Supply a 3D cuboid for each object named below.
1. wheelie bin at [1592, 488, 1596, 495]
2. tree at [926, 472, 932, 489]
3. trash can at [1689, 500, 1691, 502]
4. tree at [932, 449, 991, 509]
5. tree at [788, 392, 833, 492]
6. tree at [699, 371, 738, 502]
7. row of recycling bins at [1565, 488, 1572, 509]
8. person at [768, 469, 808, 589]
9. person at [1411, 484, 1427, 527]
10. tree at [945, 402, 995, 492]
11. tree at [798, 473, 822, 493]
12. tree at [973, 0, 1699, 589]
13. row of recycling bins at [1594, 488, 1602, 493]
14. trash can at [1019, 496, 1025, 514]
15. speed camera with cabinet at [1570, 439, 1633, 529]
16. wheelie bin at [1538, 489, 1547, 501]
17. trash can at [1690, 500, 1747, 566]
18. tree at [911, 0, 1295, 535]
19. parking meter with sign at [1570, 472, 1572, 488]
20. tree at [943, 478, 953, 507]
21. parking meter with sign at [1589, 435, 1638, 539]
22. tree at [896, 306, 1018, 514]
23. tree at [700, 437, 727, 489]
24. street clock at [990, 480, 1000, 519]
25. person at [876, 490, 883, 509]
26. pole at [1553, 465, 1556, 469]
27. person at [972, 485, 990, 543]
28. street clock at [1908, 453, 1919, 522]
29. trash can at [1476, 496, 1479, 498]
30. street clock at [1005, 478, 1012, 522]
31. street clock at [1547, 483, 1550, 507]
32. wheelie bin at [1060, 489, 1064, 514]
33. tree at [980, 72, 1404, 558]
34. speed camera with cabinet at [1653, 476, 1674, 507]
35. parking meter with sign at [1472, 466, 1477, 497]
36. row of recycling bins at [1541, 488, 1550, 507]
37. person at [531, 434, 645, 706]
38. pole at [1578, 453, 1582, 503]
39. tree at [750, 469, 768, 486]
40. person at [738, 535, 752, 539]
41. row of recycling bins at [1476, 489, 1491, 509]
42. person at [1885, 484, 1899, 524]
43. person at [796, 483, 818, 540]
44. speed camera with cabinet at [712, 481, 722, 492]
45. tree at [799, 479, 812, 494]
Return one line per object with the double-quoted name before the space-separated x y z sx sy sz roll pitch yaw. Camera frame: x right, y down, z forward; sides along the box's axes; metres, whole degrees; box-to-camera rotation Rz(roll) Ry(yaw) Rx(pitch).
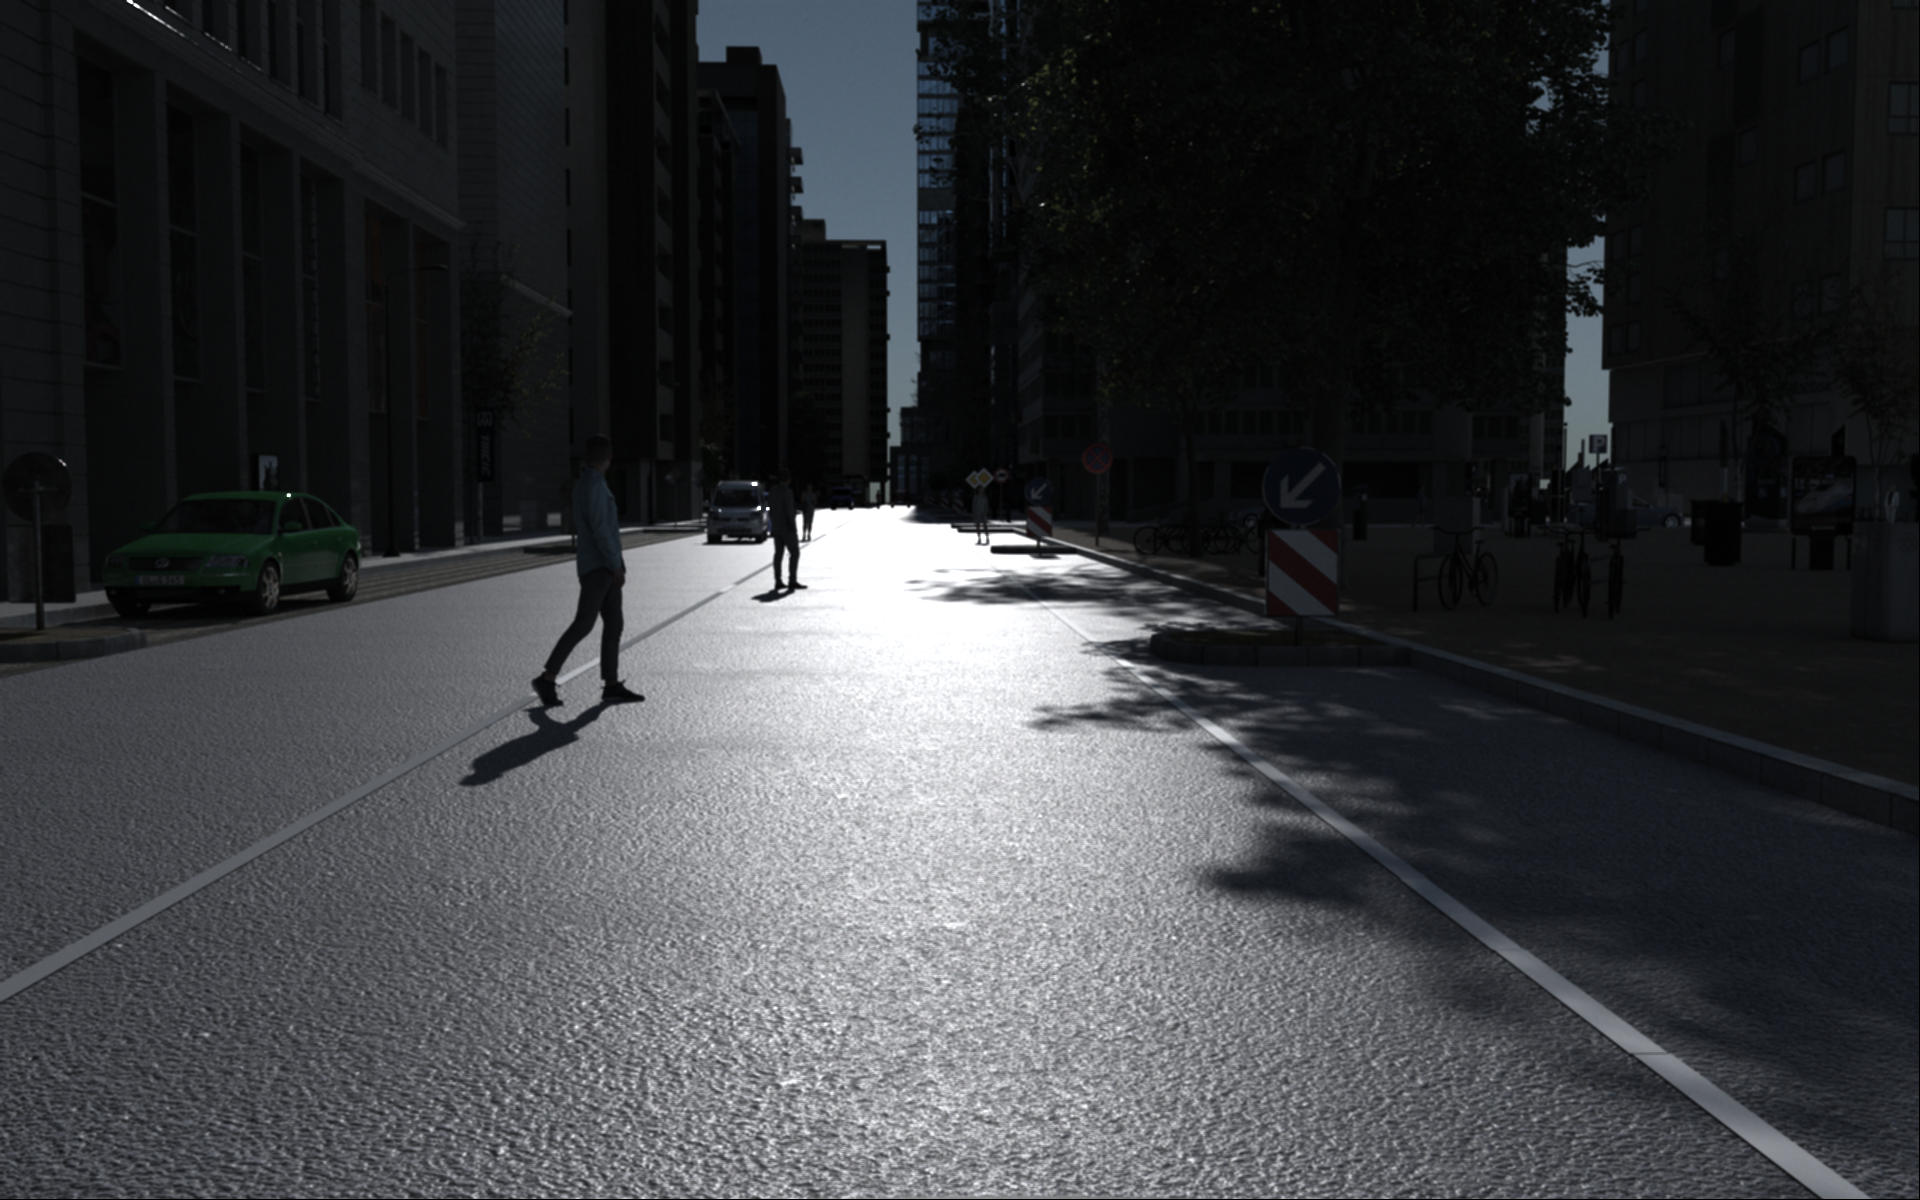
"wheelie bin" 33.148 -5.101 91.301 0.980 1.594 0.693 -1 4 -12
"tree" -2.685 -14.581 222.119 4.285 4.588 4.351 0 3 0
"trash can" 18.652 -1.942 43.411 0.748 1.137 0.748 0 3 0
"tree" 1.264 -8.459 122.019 4.285 4.588 4.351 0 3 0
"tree" -17.789 -16.750 191.989 7.486 12.596 7.792 0 3 0
"tree" -14.828 -9.260 101.761 4.737 8.622 4.395 0 3 0
"row of recycling bins" 41.017 -6.652 115.868 1.069 1.692 3.534 2 4 25
"person" -2.660 -1.079 26.243 0.635 1.810 0.391 3 4 39
"person" 18.405 -3.718 69.318 0.654 1.822 0.581 1 4 14
"tree" 1.152 -11.436 137.338 4.360 8.622 3.978 0 3 0
"tree" -19.448 -14.778 225.339 4.285 4.588 4.351 0 3 0
"tree" 5.055 -7.129 23.222 9.857 13.997 8.962 0 3 0
"row of recycling bins" 40.247 -6.098 106.818 3.534 1.692 1.069 2 4 25
"trash can" 4.177 -6.172 112.567 0.748 1.137 0.748 0 3 0
"speed camera with cabinet" 23.222 -4.177 62.632 2.038 3.252 0.660 1 4 17
"wheelie bin" 36.026 -6.102 107.674 0.693 1.594 0.980 -1 4 -18
"trash can" 13.632 -1.180 30.945 0.748 1.137 0.748 0 3 0
"tree" 4.508 -12.001 52.109 12.611 20.169 13.585 0 3 0
"parking meter with sign" 50.988 -9.024 143.804 1.738 3.016 0.543 -1 4 -21
"tree" -0.912 -10.970 173.966 1.663 3.219 1.824 0 3 0
"parking meter with sign" 18.948 -3.295 50.131 0.543 3.016 1.738 -1 4 -15
"tree" 1.365 -12.360 112.454 12.009 13.543 11.850 0 3 0
"tree" -14.479 -6.828 95.355 4.285 4.588 4.351 0 3 0
"street clock" 1.762 -5.103 88.004 0.471 2.002 0.358 2 4 32
"person" -7.921 -9.803 168.718 0.705 1.831 1.348 -2 4 -31
"pole" 41.735 -7.819 121.677 0.158 3.312 0.155 0 3 0
"person" 0.613 -2.546 51.134 0.512 1.701 0.522 0 4 -2
"street clock" 17.033 -1.602 30.767 0.358 2.002 0.471 3 5 40
"trash can" 39.618 -7.527 134.715 0.748 1.137 0.748 0 3 0
"street clock" 2.247 -4.632 80.306 0.358 2.002 0.471 1 4 8
"street clock" 38.935 -6.709 114.262 0.358 2.002 0.471 3 4 39
"wheelie bin" 6.673 -6.414 112.769 0.980 1.594 0.693 3 5 44
"tree" 4.785 -6.163 35.170 8.767 10.594 7.601 0 4 -6
"speed camera with cabinet" 36.690 -5.870 90.308 0.660 3.252 2.038 3 4 37
"parking meter with sign" 31.586 -6.770 106.953 0.543 3.016 1.738 1 4 17
"row of recycling bins" 42.269 -7.311 126.647 3.534 1.692 1.069 -3 5 -44
"person" -2.553 -0.215 11.882 0.748 1.841 0.638 0 4 -7
"pole" 30.497 -5.590 85.235 0.158 3.312 0.155 0 3 0
"tree" -15.702 -8.425 132.344 1.663 3.219 1.824 0 3 0
"person" -6.791 -2.842 54.883 0.656 1.842 0.836 -2 4 -26
"row of recycling bins" 37.435 -7.270 125.983 3.534 1.692 1.069 1 4 22
"person" 38.882 -3.909 72.289 0.514 1.842 0.818 2 4 28
"person" -4.813 -2.784 54.380 0.716 1.782 0.532 -2 4 -23
"speed camera with cabinet" -16.334 -7.789 121.680 2.038 3.252 0.660 -2 4 -27
"tree" -17.796 -12.451 198.173 1.663 3.219 1.824 0 3 0
